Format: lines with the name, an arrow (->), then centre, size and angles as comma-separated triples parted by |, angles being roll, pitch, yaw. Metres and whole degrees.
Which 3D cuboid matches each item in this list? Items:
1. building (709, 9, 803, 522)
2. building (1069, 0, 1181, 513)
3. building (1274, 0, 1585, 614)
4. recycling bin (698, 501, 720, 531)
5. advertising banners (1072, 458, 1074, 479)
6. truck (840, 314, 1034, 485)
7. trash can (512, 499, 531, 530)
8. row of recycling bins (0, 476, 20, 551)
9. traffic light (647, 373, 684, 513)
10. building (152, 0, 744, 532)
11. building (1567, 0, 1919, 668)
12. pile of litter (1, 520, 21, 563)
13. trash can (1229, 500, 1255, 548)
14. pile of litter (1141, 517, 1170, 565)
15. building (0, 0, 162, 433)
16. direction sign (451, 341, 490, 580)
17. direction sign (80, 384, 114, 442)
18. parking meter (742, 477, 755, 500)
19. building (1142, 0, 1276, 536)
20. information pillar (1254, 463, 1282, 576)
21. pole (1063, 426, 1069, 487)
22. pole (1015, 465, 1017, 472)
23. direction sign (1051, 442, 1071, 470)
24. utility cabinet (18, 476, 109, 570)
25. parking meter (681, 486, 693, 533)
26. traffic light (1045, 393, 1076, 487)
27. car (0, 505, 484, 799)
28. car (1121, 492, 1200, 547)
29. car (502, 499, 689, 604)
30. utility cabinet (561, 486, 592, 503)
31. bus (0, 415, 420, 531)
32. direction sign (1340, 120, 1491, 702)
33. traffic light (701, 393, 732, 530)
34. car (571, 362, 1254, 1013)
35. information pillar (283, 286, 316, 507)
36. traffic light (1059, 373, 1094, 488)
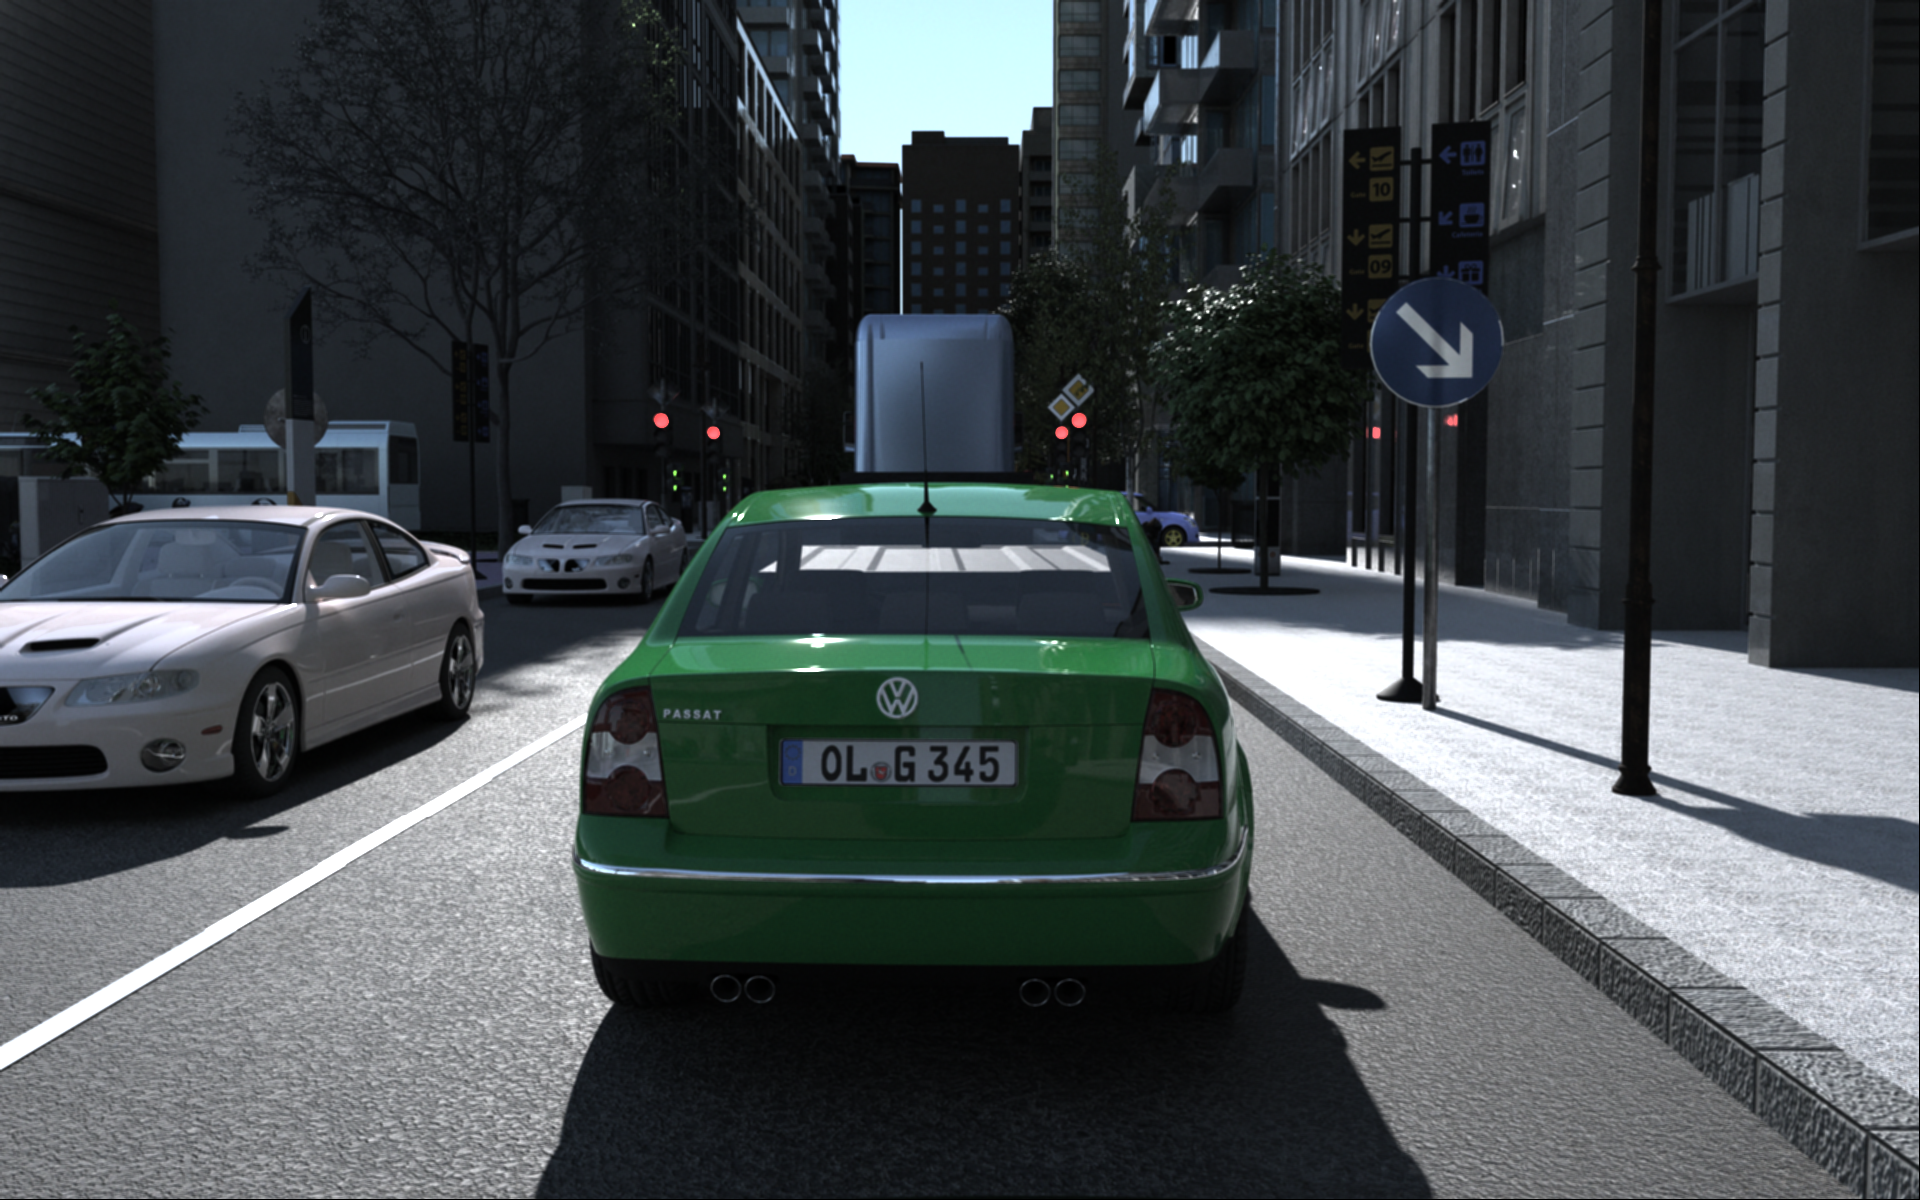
building -> -19.648, -17.576, 91.885 | 19.350, 26.468, 34.151 | 0, 4, 0
building -> 18.209, -48.123, 99.486 | 22.319, 86.520, 31.000 | 0, 4, 0
building -> 12.581, -12.747, 26.441 | 12.078, 24.808, 19.932 | 0, 4, 0
recycling bin -> -8.866, -2.971, 61.136 | 0.722, 1.027, 0.722 | 0, 4, -6
advertising banners -> 3.947, -4.049, 62.394 | 0.090, 3.025, 2.074 | 1, 4, 13
truck -> -0.259, -1.861, 20.186 | 2.967, 4.110, 18.799 | 0, 4, -1
trash can -> -12.488, -2.276, 48.858 | 0.748, 1.137, 0.748 | 0, 3, 0
row of recycling bins -> -21.979, -2.008, 39.936 | 1.069, 1.692, 3.534 | -1, 4, -15
traffic light -> -6.879, -3.147, 40.379 | 0.839, 4.253, 0.868 | 0, 4, 0
building -> -16.441, -16.446, 62.406 | 14.314, 27.812, 24.014 | 0, 4, 0
building -> 11.260, -13.699, 1.479 | 11.434, 29.767, 29.804 | 0, 4, 0
pile of litter -> -16.501, -1.029, 30.783 | 1.719, 0.858, 1.176 | -3, 4, -38
trash can -> 6.749, -1.802, 41.119 | 0.748, 1.137, 0.748 | 0, 3, 0
pile of litter -> 3.282, -1.098, 31.921 | 1.176, 0.858, 1.719 | 0, 4, 7
building -> -40.091, -16.483, 56.883 | 23.554, 28.519, 14.401 | 0, 4, 0
direction sign -> -7.333, -2.081, 26.026 | 0.379, 3.537, 0.876 | 1, 4, 20
direction sign -> -17.549, -2.660, 35.483 | 0.379, 3.537, 0.876 | 2, 4, 33
parking meter -> -7.104, -3.207, 58.144 | 0.399, 1.863, 0.255 | 1, 4, 18
building -> 21.766, -26.968, 60.529 | 30.456, 49.044, 23.786 | 0, 4, 0
information pillar -> 4.830, -1.386, 27.161 | 0.304, 2.012, 0.304 | -2, 4, -24
pole -> 3.191, -3.567, 52.172 | 0.158, 3.312, 0.155 | 0, 3, 0
pole -> 3.495, -7.027, 108.742 | 0.158, 3.312, 0.155 | 0, 3, 0
direction sign -> 4.329, -5.034, 74.305 | 0.876, 3.537, 0.379 | 0, 4, -8
utility cabinet -> -11.317, -0.811, 21.945 | 0.318, 1.500, 1.173 | 1, 4, 16
parking meter -> -8.922, -2.944, 56.550 | 0.372, 1.533, 0.369 | 0, 3, 0
traffic light -> 2.801, -3.632, 48.297 | 0.839, 4.253, 0.868 | 0, 4, 0
car -> -4.119, 0.164, 9.677 | 2.083, 1.381, 4.827 | 0, 4, 2
car -> 4.415, -2.183, 45.286 | 3.694, 1.707, 1.945 | 0, 4, 2
car -> -4.970, -0.720, 24.131 | 2.083, 1.381, 4.827 | 0, 4, 1
utility cabinet -> -10.685, -2.428, 48.376 | 0.318, 1.500, 1.173 | -3, 5, -43
bus -> -20.814, -3.022, 44.275 | 13.247, 3.499, 2.948 | 0, 3, 0
direction sign -> 2.801, -1.146, 10.733 | 0.876, 3.537, 0.379 | 1, 4, 19
traffic light -> -6.810, -3.636, 48.363 | 0.839, 4.253, 0.868 | 0, 4, 0
car -> -0.052, 0.160, 6.185 | 1.959, 1.807, 4.718 | 0, 4, 2
information pillar -> -7.363, -1.713, 19.357 | 0.183, 3.616, 0.504 | 0, 4, 8
traffic light -> 2.732, -3.143, 40.312 | 0.839, 4.253, 0.868 | 0, 4, 0
